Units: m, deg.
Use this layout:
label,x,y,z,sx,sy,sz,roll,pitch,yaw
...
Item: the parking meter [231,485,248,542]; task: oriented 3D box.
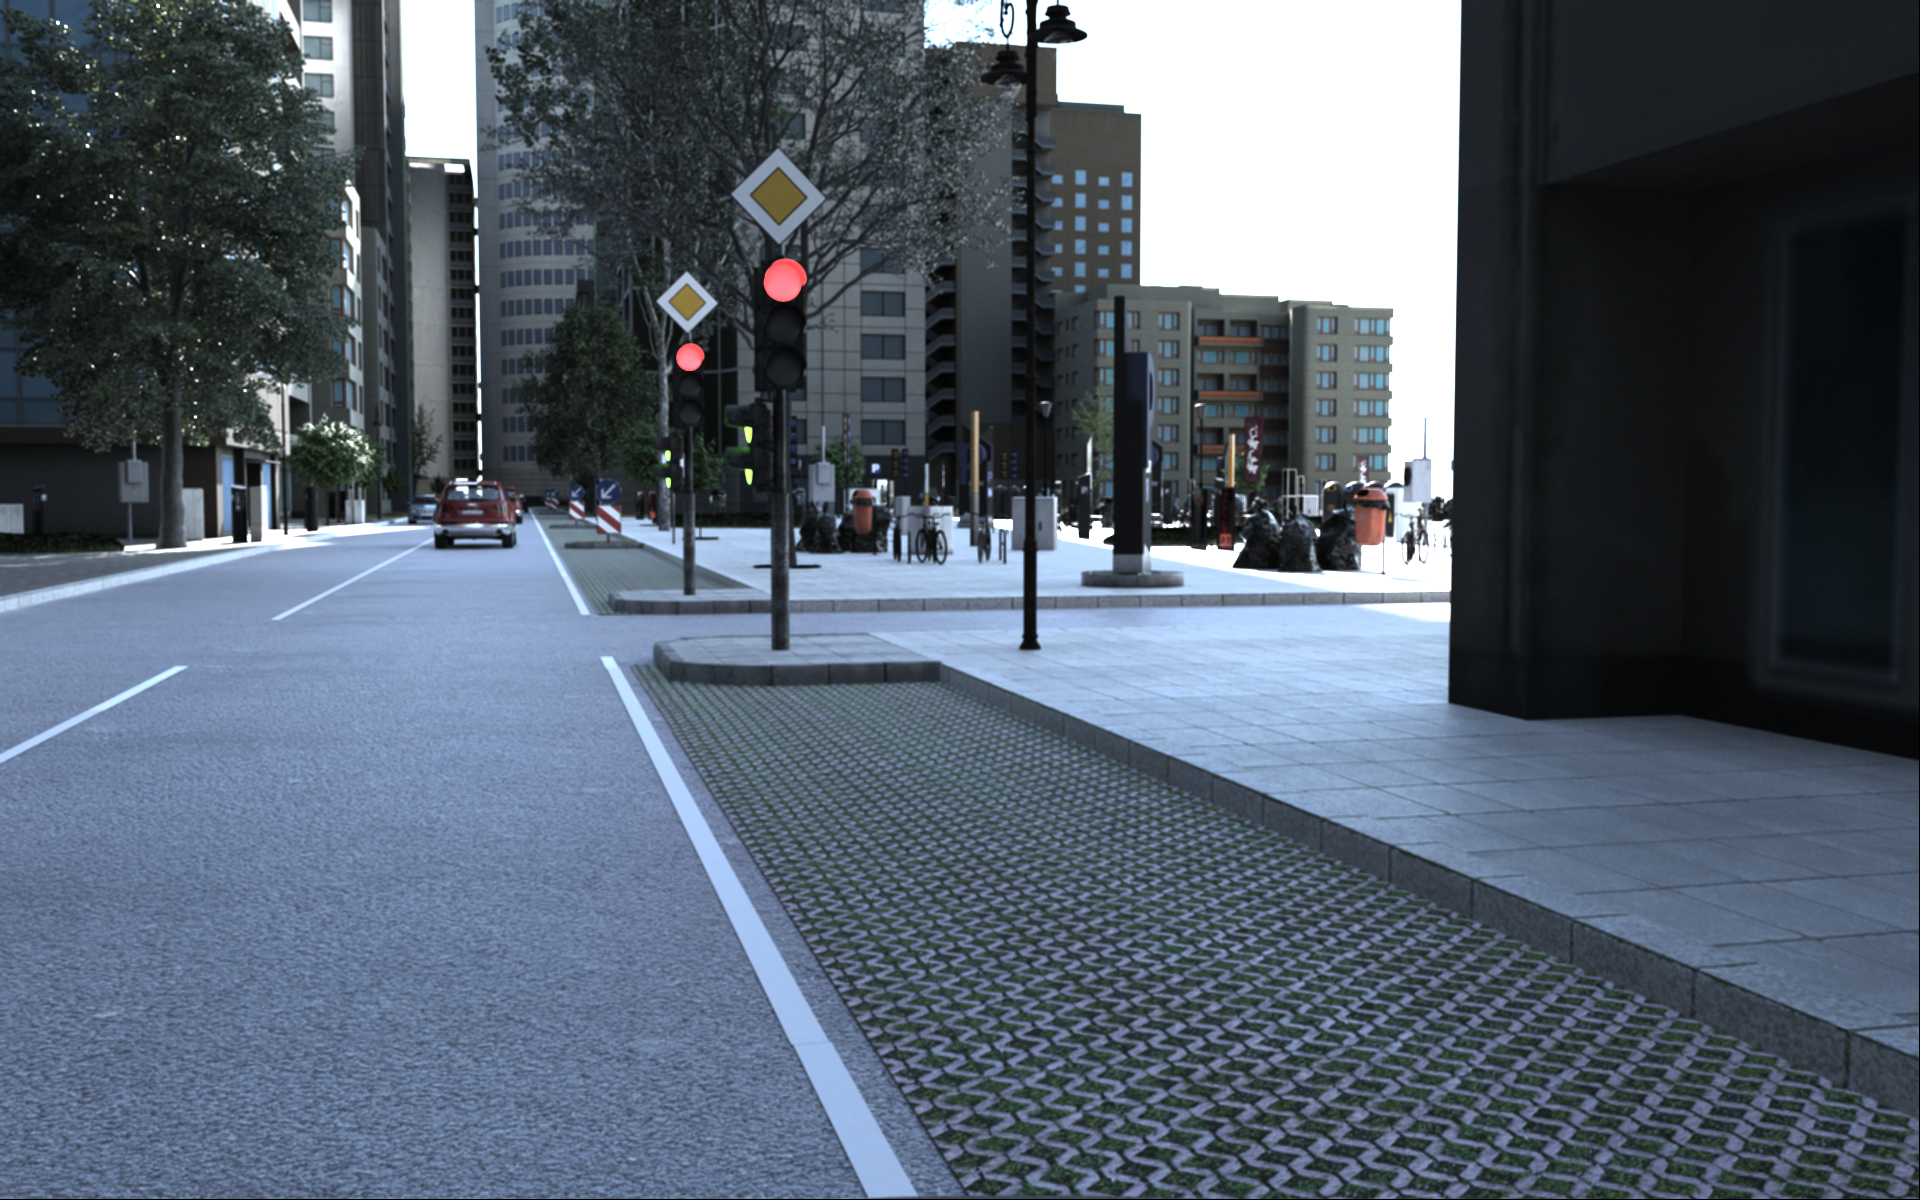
label,x,y,z,sx,sy,sz,roll,pitch,yaw
parking meter,-19.272,-2.319,46.321,0.372,1.533,0.369,0,3,0

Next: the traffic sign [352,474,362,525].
label,x,y,z,sx,sy,sz,roll,pitch,yaw
traffic sign,-25.444,-4.434,72.605,0.768,2.556,0.104,-1,4,-9

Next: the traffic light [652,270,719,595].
label,x,y,z,sx,sy,sz,roll,pitch,yaw
traffic light,-3.460,-2.019,21.928,0.839,4.253,0.868,-1,4,-14

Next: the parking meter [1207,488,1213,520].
label,x,y,z,sx,sy,sz,roll,pitch,yaw
parking meter,13.739,-5.353,95.934,0.372,1.533,0.369,0,3,0

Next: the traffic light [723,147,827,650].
label,x,y,z,sx,sy,sz,roll,pitch,yaw
traffic light,-1.500,-1.545,14.186,0.839,4.253,0.868,-1,4,-14

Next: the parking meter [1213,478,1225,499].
label,x,y,z,sx,sy,sz,roll,pitch,yaw
parking meter,9.433,-3.500,62.935,0.255,1.863,0.399,-1,4,-16

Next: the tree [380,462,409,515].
label,x,y,z,sx,sy,sz,roll,pitch,yaw
tree,-34.424,-6.741,104.815,1.663,3.219,1.824,0,3,0

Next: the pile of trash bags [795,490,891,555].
label,x,y,z,sx,sy,sz,roll,pitch,yaw
pile of trash bags,-2.430,-1.713,37.752,1.912,1.369,3.447,-1,4,-17

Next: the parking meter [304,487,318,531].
label,x,y,z,sx,sy,sz,roll,pitch,yaw
parking meter,-24.523,-3.479,65.287,0.372,1.533,0.369,0,3,0

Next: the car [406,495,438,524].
label,x,y,z,sx,sy,sz,roll,pitch,yaw
car,-25.791,-4.406,84.037,2.014,1.417,4.499,-1,4,-15

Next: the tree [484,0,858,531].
label,x,y,z,sx,sy,sz,roll,pitch,yaw
tree,-8.843,-12.468,59.742,12.611,20.169,13.585,0,3,0

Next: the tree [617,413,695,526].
label,x,y,z,sx,sy,sz,roll,pitch,yaw
tree,-12.250,-5.286,70.134,4.285,4.588,4.351,0,3,0

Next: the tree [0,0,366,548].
label,x,y,z,sx,sy,sz,roll,pitch,yaw
tree,-18.756,-8.208,40.850,9.857,13.997,8.962,0,3,0

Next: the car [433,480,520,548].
label,x,y,z,sx,sy,sz,roll,pitch,yaw
car,-13.202,-2.363,47.312,2.281,1.827,5.304,-1,4,-13

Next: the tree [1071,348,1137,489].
label,x,y,z,sx,sy,sz,roll,pitch,yaw
tree,7.938,-8.386,87.474,4.737,8.622,4.395,0,3,0

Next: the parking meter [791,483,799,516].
label,x,y,z,sx,sy,sz,roll,pitch,yaw
parking meter,-8.457,-5.080,88.775,0.399,1.863,0.255,0,4,6

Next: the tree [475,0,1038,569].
label,x,y,z,sx,sy,sz,roll,pitch,yaw
tree,-3.116,-7.306,29.828,12.009,13.543,11.850,0,3,0

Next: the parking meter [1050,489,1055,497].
label,x,y,z,sx,sy,sz,roll,pitch,yaw
parking meter,4.804,-4.944,89.241,0.372,1.533,0.369,0,3,0

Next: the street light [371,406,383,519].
label,x,y,z,sx,sy,sz,roll,pitch,yaw
street light,-29.929,-7.112,89.074,0.468,5.910,1.993,-1,4,-14

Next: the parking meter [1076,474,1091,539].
label,x,y,z,sx,sy,sz,roll,pitch,yaw
parking meter,3.544,-2.692,49.729,0.399,1.863,0.255,0,4,-2

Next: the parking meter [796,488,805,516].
label,x,y,z,sx,sy,sz,roll,pitch,yaw
parking meter,-6.424,-3.759,69.876,0.372,1.533,0.369,0,3,0

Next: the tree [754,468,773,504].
label,x,y,z,sx,sy,sz,roll,pitch,yaw
tree,-9.264,-5.403,82.936,1.663,3.219,1.824,0,3,0

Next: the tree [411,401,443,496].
label,x,y,z,sx,sy,sz,roll,pitch,yaw
tree,-43.471,-11.499,138.364,4.737,8.622,4.395,0,3,0

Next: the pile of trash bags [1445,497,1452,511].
label,x,y,z,sx,sy,sz,roll,pitch,yaw
pile of trash bags,25.375,-5.149,93.936,3.447,1.369,1.912,3,4,36

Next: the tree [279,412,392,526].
label,x,y,z,sx,sy,sz,roll,pitch,yaw
tree,-25.328,-5.226,69.154,4.285,4.588,4.351,0,3,0

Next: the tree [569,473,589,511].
label,x,y,z,sx,sy,sz,roll,pitch,yaw
tree,-28.730,-8.316,130.570,1.663,3.219,1.824,0,3,0

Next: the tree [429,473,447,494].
label,x,y,z,sx,sy,sz,roll,pitch,yaw
tree,-46.890,-9.841,155.496,1.663,3.219,1.824,0,3,0

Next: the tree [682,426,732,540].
label,x,y,z,sx,sy,sz,roll,pitch,yaw
tree,-7.305,-3.318,48.850,1.663,3.219,1.824,0,3,0

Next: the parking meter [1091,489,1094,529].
label,x,y,z,sx,sy,sz,roll,pitch,yaw
parking meter,4.684,-3.352,63.212,0.372,1.533,0.369,0,3,0

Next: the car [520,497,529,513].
label,x,y,z,sx,sy,sz,roll,pitch,yaw
car,-34.202,-7.400,133.563,1.945,1.354,3.894,-1,4,-14

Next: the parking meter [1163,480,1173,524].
label,x,y,z,sx,sy,sz,roll,pitch,yaw
parking meter,8.784,-4.124,73.131,0.399,1.863,0.255,2,4,32

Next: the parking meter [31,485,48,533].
label,x,y,z,sx,sy,sz,roll,pitch,yaw
parking meter,-25.084,-2.374,47.222,0.372,1.533,0.369,0,3,0

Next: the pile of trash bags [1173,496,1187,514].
label,x,y,z,sx,sy,sz,roll,pitch,yaw
pile of trash bags,12.948,-5.466,99.113,1.912,1.369,3.447,2,4,24

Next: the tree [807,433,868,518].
label,x,y,z,sx,sy,sz,roll,pitch,yaw
tree,-6.525,-6.665,92.686,4.285,4.588,4.351,0,3,0

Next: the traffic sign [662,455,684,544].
label,x,y,z,sx,sy,sz,roll,pitch,yaw
traffic sign,-7.326,-2.577,44.261,0.606,2.300,0.079,-1,4,-8

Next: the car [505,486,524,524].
label,x,y,z,sx,sy,sz,roll,pitch,yaw
car,-22.533,-4.659,84.852,2.281,1.827,5.304,-1,4,-16

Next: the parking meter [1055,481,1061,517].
label,x,y,z,sx,sy,sz,roll,pitch,yaw
parking meter,4.400,-4.408,77.777,0.255,1.863,0.399,1,4,10

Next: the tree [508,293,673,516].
label,x,y,z,sx,sy,sz,roll,pitch,yaw
tree,-20.956,-11.164,99.534,9.611,12.733,9.660,0,3,0

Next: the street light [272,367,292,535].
label,x,y,z,sx,sy,sz,roll,pitch,yaw
street light,-21.157,-4.978,54.185,0.468,5.910,1.993,-1,4,-14

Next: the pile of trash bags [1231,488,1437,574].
label,x,y,z,sx,sy,sz,roll,pitch,yaw
pile of trash bags,6.049,-1.174,28.952,1.912,1.369,3.447,-1,4,-22

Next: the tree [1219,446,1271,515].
label,x,y,z,sx,sy,sz,roll,pitch,yaw
tree,10.123,-4.031,60.503,1.663,3.219,1.824,0,3,0
